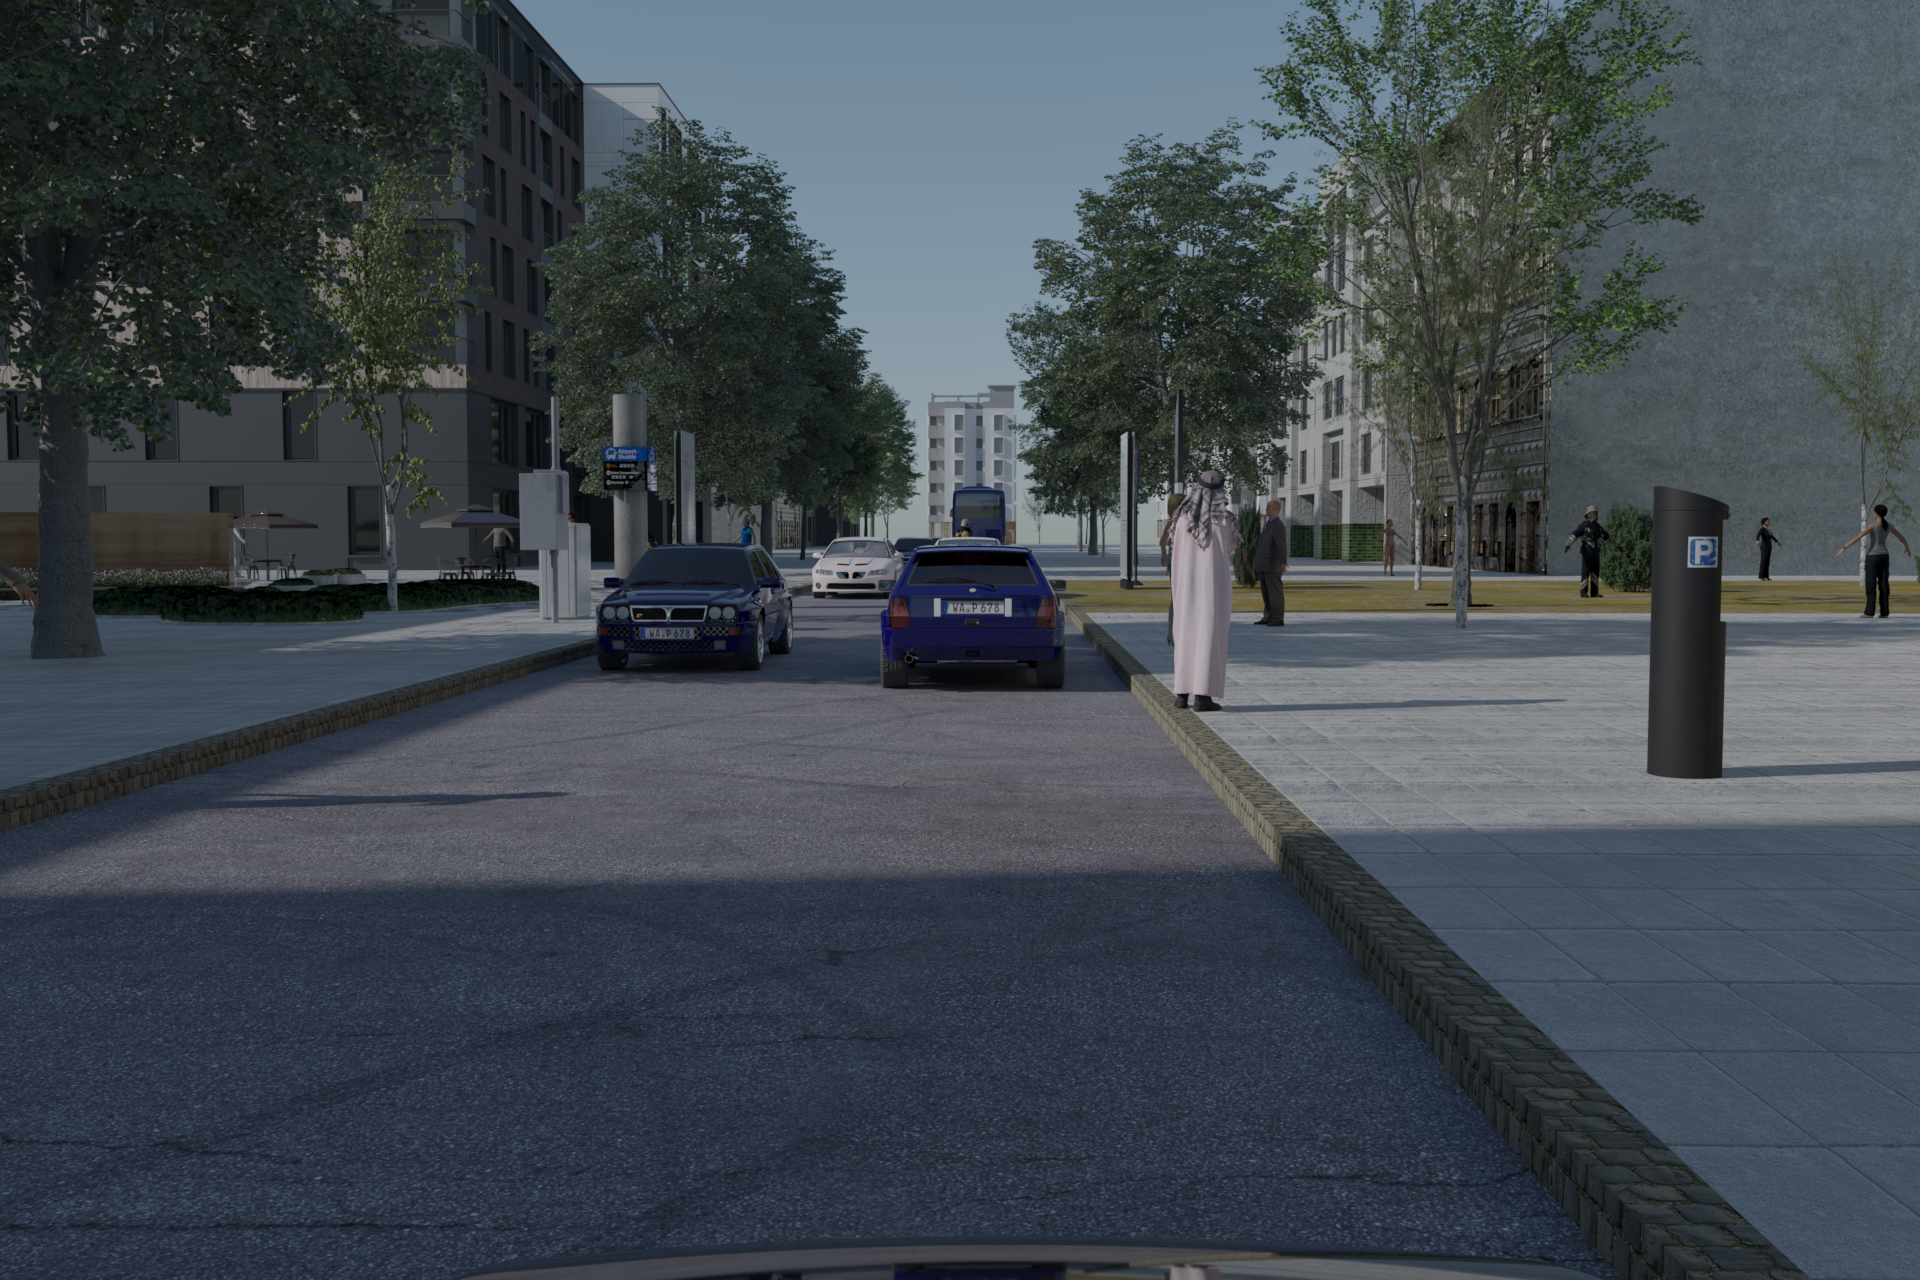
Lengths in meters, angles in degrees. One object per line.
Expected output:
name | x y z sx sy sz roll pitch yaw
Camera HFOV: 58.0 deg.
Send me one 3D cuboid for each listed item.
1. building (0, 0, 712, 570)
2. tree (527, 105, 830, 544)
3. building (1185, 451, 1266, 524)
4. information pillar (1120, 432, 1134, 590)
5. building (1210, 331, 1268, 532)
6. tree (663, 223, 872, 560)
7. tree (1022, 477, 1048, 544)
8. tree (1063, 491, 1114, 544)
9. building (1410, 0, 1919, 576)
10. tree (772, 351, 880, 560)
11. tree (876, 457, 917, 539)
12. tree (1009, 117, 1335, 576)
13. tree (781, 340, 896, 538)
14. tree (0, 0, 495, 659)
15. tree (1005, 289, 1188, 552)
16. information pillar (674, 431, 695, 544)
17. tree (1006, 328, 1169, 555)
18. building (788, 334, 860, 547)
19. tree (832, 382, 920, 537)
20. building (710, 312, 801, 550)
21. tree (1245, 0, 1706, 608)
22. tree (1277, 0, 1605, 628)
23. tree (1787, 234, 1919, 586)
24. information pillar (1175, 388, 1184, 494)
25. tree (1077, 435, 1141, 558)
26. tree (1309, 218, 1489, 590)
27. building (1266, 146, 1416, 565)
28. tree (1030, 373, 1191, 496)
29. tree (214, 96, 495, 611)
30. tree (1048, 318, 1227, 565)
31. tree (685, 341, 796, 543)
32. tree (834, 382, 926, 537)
building | -27.569 -14.246 76.901 27.936 21.610 32.646 0 4 1
tree | -8.595 -8.982 53.513 9.857 13.997 8.962 0 3 0
building | 27.622 -14.242 175.007 9.099 9.664 28.070 0 4 1
information pillar | 3.918 -3.015 40.606 0.184 3.620 1.656 0 4 0
building | 28.006 -18.411 157.436 16.016 20.090 11.380 0 4 1
tree | -8.221 -10.158 72.736 9.857 13.997 8.962 0 3 0
tree | 10.320 -16.470 219.651 4.360 8.622 3.978 0 3 0
tree | 16.741 -17.758 224.748 7.601 10.594 8.767 0 4 -4
building | 27.571 -14.104 61.528 19.493 23.208 18.063 0 4 2
tree | -7.496 -9.259 85.805 7.601 10.594 8.767 -1 4 -17
tree | -9.551 -18.209 223.465 9.928 11.665 9.643 0 3 0
tree | 6.602 -8.965 53.228 9.857 13.997 8.962 0 3 0
tree | -7.305 -11.207 101.362 7.486 12.596 7.792 0 3 0
tree | -9.470 -6.796 17.763 9.857 13.997 8.962 0 3 0
tree | 9.855 -16.410 124.197 12.611 20.169 13.585 0 3 0
information pillar | -6.367 -2.987 40.147 0.184 3.620 1.656 0 4 1
tree | 7.924 -12.079 104.149 9.857 13.997 8.962 0 3 0
building | -25.286 -20.385 177.271 27.936 21.610 32.646 0 4 1
tree | -6.304 -11.752 117.907 9.928 11.665 9.643 0 3 0
building | -24.218 -19.593 151.273 19.493 23.208 18.063 0 4 1
tree | 8.796 -6.390 30.228 9.928 11.665 9.643 0 3 0
tree | 7.039 -4.473 23.491 4.360 8.622 3.978 0 3 0
tree | 22.361 -5.671 43.077 4.360 8.622 3.978 0 3 0
information pillar | 3.555 -2.251 28.153 0.183 3.616 0.504 0 4 1
tree | 7.674 -8.702 92.637 4.360 8.622 3.978 0 3 0
tree | 10.782 -5.464 39.706 4.360 8.622 3.978 0 3 0
building | 26.363 -13.493 87.076 16.747 18.905 31.486 0 4 1
tree | 7.891 -9.095 83.110 8.767 10.594 7.601 -3 4 -39
tree | -9.285 -4.721 27.557 4.737 8.622 4.395 0 3 0
tree | 7.441 -8.415 71.994 8.767 10.594 7.601 2 4 23
tree | -8.260 -6.934 63.727 4.737 8.622 4.395 0 3 0
tree | -6.297 -12.934 129.591 7.486 12.596 7.792 0 3 0
